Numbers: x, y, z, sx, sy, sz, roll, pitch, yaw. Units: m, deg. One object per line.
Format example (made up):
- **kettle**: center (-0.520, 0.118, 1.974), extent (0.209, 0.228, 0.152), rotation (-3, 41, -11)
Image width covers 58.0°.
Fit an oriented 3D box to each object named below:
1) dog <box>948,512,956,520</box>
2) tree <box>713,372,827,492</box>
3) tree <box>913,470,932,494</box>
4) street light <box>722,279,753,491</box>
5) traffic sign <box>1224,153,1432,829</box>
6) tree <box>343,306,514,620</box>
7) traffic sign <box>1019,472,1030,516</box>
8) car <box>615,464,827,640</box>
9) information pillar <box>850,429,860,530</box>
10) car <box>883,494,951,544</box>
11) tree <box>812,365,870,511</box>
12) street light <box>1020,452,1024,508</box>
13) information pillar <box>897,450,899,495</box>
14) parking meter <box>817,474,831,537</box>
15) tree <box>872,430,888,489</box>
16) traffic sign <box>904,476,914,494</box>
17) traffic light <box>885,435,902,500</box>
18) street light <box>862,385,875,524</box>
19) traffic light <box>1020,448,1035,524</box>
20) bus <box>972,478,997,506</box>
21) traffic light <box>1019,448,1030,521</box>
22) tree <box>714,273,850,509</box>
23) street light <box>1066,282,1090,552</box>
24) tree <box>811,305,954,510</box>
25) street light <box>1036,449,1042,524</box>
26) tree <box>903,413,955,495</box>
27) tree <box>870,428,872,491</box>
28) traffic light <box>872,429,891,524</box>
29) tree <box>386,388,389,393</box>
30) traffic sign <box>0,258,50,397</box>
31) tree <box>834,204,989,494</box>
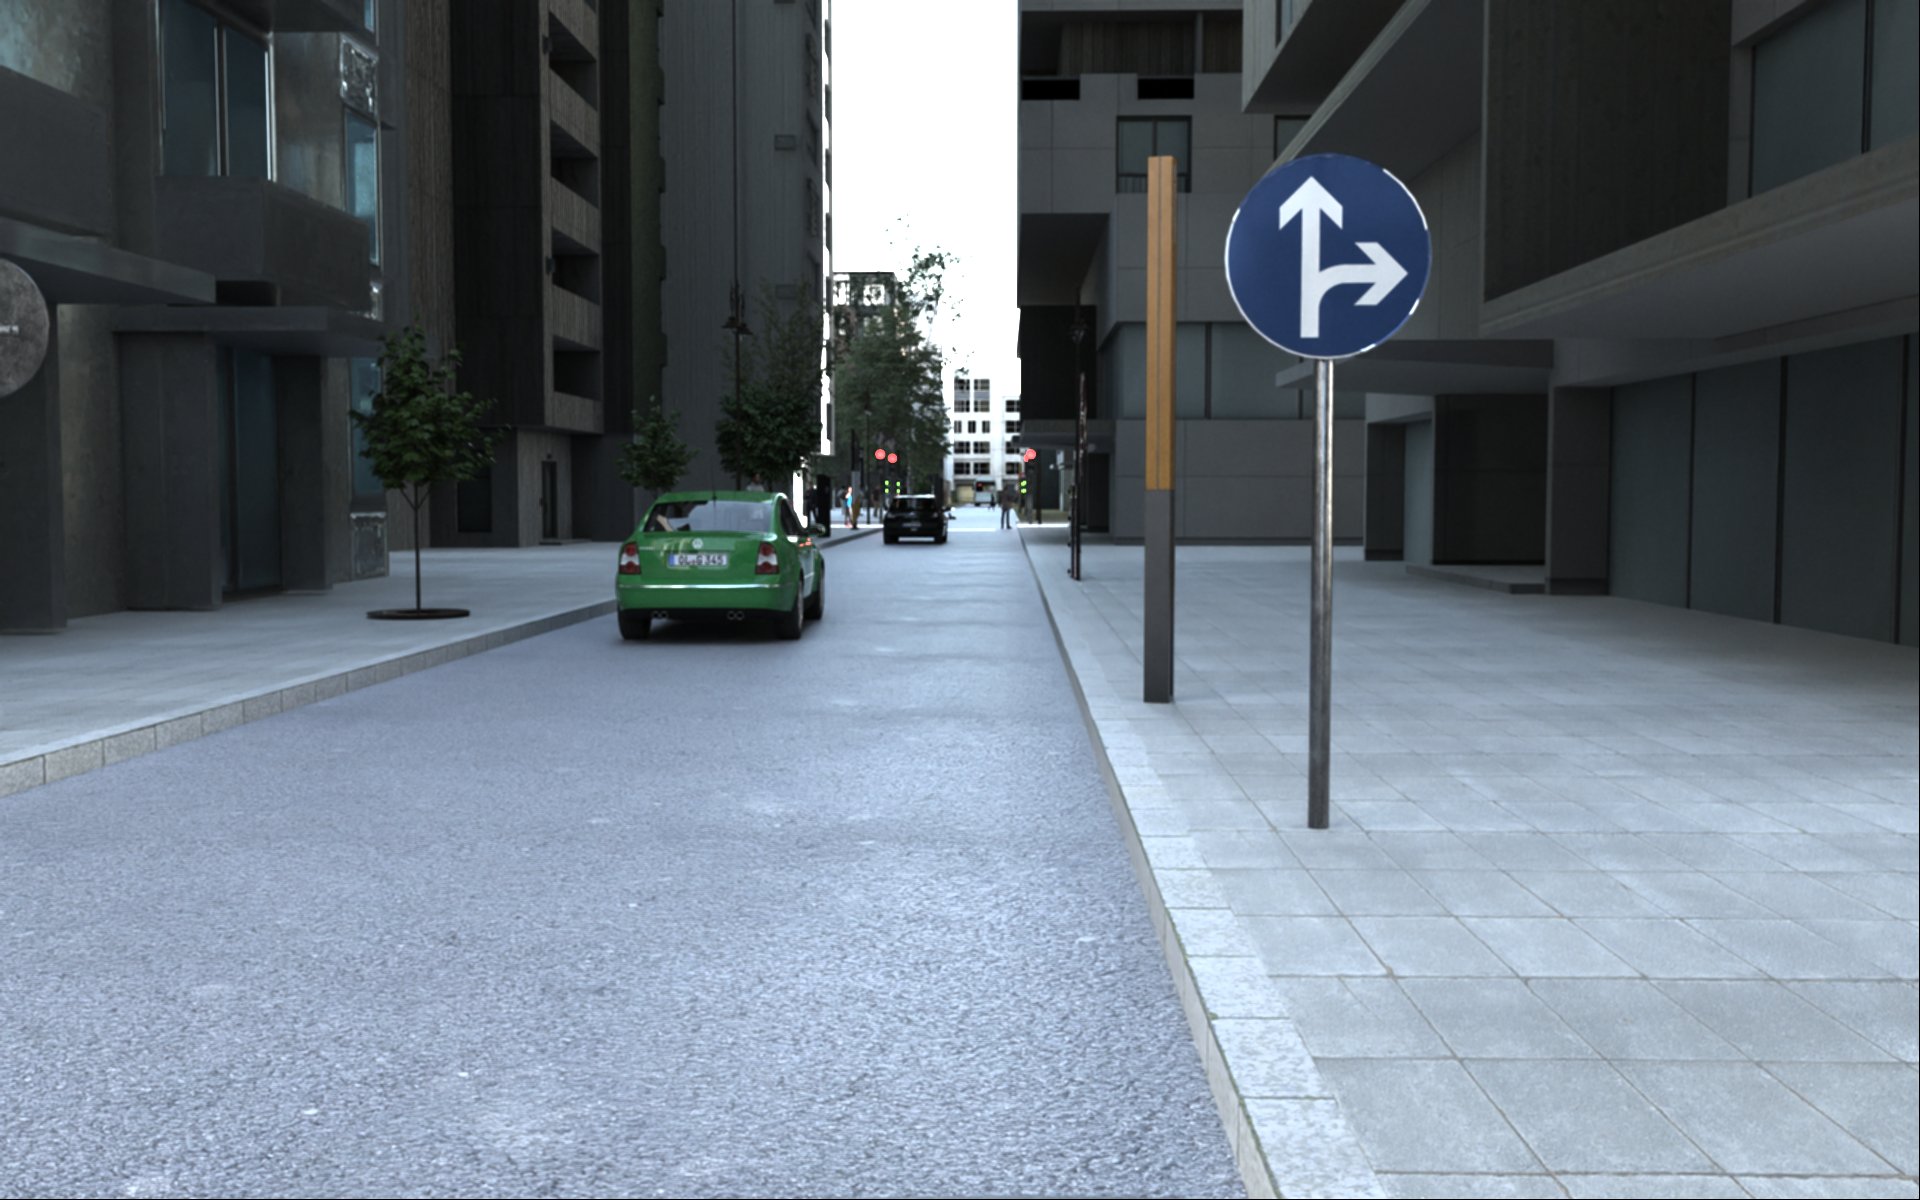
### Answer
- **dog**: center (-0.504, -4.722, 97.391), extent (0.550, 0.427, 0.748), rotation (-1, 4, -13)
- **tree**: center (-5.182, -3.859, 46.809), extent (4.285, 4.588, 4.351), rotation (0, 3, 0)
- **tree**: center (-3.238, -8.780, 138.155), extent (1.663, 3.219, 1.824), rotation (0, 3, 0)
- **street light**: center (-4.795, -3.957, 37.478), extent (0.468, 5.910, 1.993), rotation (0, 4, 1)
- **traffic sign**: center (1.380, -0.396, 6.589), extent (0.768, 2.556, 0.104), rotation (0, 4, 4)
- **tree**: center (-5.638, -1.426, 17.916), extent (1.663, 3.219, 1.824), rotation (0, 3, 0)
- **traffic sign**: center (3.833, -6.193, 101.367), extent (0.768, 2.556, 0.104), rotation (1, 4, 10)
- **car**: center (-2.450, -0.590, 18.436), extent (1.959, 1.807, 4.718), rotation (0, 4, 0)
- **information pillar**: center (-3.768, -4.355, 62.558), extent (0.183, 3.616, 0.504), rotation (2, 4, 24)
- **car**: center (-1.291, -2.528, 51.122), extent (2.009, 1.686, 4.222), rotation (0, 4, 2)
- **tree**: center (-7.658, -8.714, 92.834), extent (4.360, 8.622, 3.978), rotation (0, 3, 0)
- **street light**: center (5.623, -11.272, 157.079), extent (0.468, 5.910, 1.993), rotation (0, 4, 1)
- **information pillar**: center (-3.296, -6.170, 92.232), extent (0.183, 3.616, 0.504), rotation (-1, 4, -8)
- **parking meter**: center (-4.035, -2.792, 51.356), extent (0.255, 1.863, 0.399), rotation (2, 4, 29)
- **tree**: center (-7.864, -12.267, 150.925), extent (4.360, 8.622, 3.978), rotation (0, 3, 0)
- **traffic sign**: center (-2.904, -5.897, 98.543), extent (0.606, 2.300, 0.079), rotation (0, 4, 4)
- **traffic light**: center (-3.176, -5.722, 82.471), extent (0.839, 4.253, 0.868), rotation (0, 4, 1)
- **street light**: center (-3.893, -6.160, 73.501), extent (0.468, 5.910, 1.993), rotation (0, 4, 1)
- **traffic light**: center (3.015, -5.224, 74.339), extent (0.839, 4.253, 0.868), rotation (0, 4, 1)
- **bus**: center (2.963, -12.923, 206.149), extent (2.948, 3.499, 13.247), rotation (0, 3, 0)
- **traffic light**: center (3.223, -5.713, 82.321), extent (0.839, 4.253, 0.868), rotation (0, 4, 1)
- **tree**: center (-5.778, -6.526, 57.067), extent (4.737, 8.622, 4.395), rotation (0, 3, 0)
- **street light**: center (2.575, -3.985, 37.940), extent (0.468, 5.910, 1.993), rotation (0, 4, 1)
- **tree**: center (-4.266, -11.402, 104.555), extent (7.486, 12.596, 7.792), rotation (0, 3, 0)
- **street light**: center (3.418, -6.188, 73.964), extent (0.468, 5.910, 1.993), rotation (0, 4, 1)
- **tree**: center (-2.642, -12.403, 153.147), extent (4.737, 8.622, 4.395), rotation (0, 3, 0)
- **tree**: center (-9.581, -11.269, 134.612), extent (4.360, 8.622, 3.978), rotation (0, 3, 0)
- **traffic light**: center (-3.384, -5.234, 74.489), extent (0.839, 4.253, 0.868), rotation (0, 4, 1)
- **tree**: center (-12.594, -3.032, 33.289), extent (4.285, 4.588, 4.351), rotation (0, 3, 0)
- **traffic sign**: center (-5.211, -0.558, 9.233), extent (0.768, 2.556, 0.104), rotation (0, 4, 7)
- **tree**: center (-4.293, -15.913, 116.058), extent (12.611, 20.169, 13.585), rotation (0, 3, 0)
